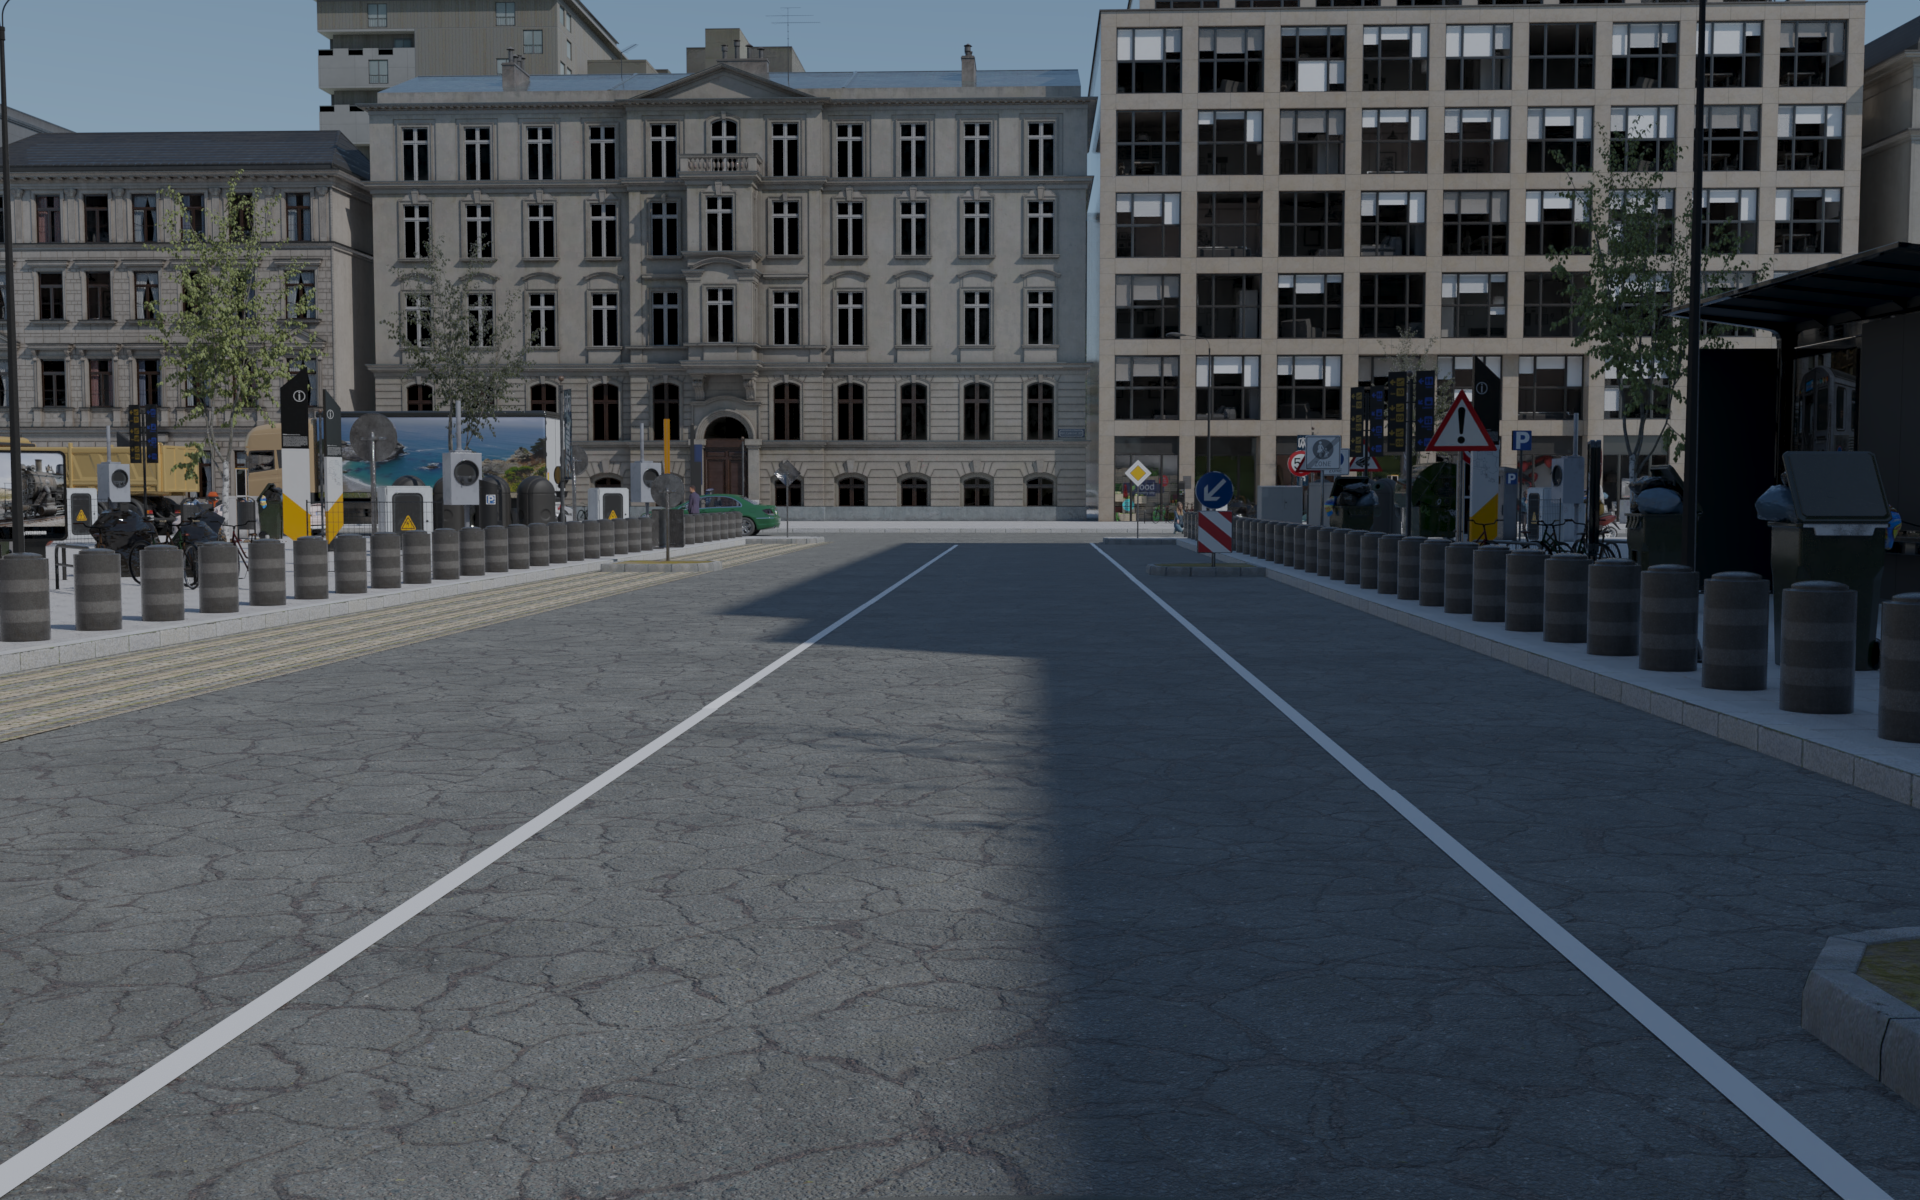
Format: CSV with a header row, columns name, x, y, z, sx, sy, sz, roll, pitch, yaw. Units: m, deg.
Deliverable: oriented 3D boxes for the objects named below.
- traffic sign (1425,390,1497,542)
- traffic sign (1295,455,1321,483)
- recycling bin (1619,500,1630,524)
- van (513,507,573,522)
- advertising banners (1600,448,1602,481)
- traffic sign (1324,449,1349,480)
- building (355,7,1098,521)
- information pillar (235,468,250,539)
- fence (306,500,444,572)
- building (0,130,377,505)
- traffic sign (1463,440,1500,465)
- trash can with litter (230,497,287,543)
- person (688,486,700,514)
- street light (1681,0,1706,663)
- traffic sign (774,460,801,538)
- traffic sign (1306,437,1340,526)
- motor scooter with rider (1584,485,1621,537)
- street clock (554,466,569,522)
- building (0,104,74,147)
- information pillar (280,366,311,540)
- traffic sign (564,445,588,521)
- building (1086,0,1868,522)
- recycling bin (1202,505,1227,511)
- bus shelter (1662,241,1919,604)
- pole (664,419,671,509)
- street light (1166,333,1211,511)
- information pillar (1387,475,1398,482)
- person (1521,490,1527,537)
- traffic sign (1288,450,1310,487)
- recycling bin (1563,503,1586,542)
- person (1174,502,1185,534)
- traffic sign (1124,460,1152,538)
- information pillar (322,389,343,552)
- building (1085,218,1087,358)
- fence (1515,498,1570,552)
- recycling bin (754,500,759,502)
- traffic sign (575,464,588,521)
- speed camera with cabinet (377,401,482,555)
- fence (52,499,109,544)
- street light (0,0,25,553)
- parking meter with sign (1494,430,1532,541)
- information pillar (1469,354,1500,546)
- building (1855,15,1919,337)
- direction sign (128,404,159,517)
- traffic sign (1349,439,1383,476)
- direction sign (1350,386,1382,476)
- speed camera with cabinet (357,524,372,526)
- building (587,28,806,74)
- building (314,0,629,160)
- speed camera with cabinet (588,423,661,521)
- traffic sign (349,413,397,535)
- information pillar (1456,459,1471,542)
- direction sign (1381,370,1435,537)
name,x,y,z,sx,sy,sz,roll,pitch,yaw
traffic sign,6.241,-1.323,21.634,0.884,2.594,0.081,0,4,3
traffic sign,8.714,-2.619,42.830,0.884,2.594,0.081,0,4,3
recycling bin,29.035,-3.812,74.880,0.722,1.027,0.722,-1,4,-19
van,-16.007,-3.412,62.790,4.112,2.044,2.013,0,4,2
advertising banners,24.671,-4.340,67.149,0.090,3.025,2.074,1,4,11
traffic sign,8.373,-2.235,38.669,0.606,2.300,0.079,1,4,9
building,-10.751,-16.349,86.392,34.723,24.649,14.460,0,4,2
information pillar,-20.395,-2.736,49.229,0.304,2.012,0.304,-1,4,-13
fence,-9.030,-0.951,26.759,2.264,1.192,0.480,0,4,0
building,-37.975,-13.529,85.826,19.286,19.102,10.561,0,4,2
traffic sign,9.392,-1.918,31.467,0.768,2.556,0.104,0,4,5
trash can with litter,-19.179,-2.130,45.877,2.233,1.210,1.678,1,4,13
person,-8.725,-2.896,56.771,0.530,1.710,0.541,3,4,37
street light,5.039,-2.485,13.166,1.470,5.913,1.316,0,4,2
traffic sign,-5.064,-2.885,50.817,0.795,2.450,0.064,0,4,2
traffic sign,6.314,-1.717,30.200,0.606,2.300,0.079,0,4,6
motor scooter with rider,19.059,-2.666,52.557,1.986,1.779,0.876,0,4,1
street clock,-10.274,-2.454,44.689,0.358,2.002,0.471,-3,4,-37
building,-62.527,-16.509,88.993,30.058,24.678,14.314,0,4,2
information pillar,-12.129,-2.466,31.667,0.504,3.616,0.183,-1,4,-20
traffic sign,-10.116,-2.768,45.363,0.768,2.556,0.104,0,4,6
building,23.791,-17.344,88.091,34.151,26.468,19.350,0,4,2
recycling bin,9.908,-3.356,67.418,0.722,1.027,0.722,-2,4,-35
bus shelter,9.725,-1.709,19.222,1.731,3.624,6.357,0,4,3
pole,-7.976,-3.262,47.175,0.158,3.312,0.155,0,3,0
street light,6.628,-4.734,49.936,1.470,5.913,1.316,0,4,2
information pillar,16.717,-3.821,66.972,0.304,2.012,0.304,-1,4,-19
person,18.288,-2.756,55.780,0.499,1.552,0.429,1,4,18
traffic sign,9.921,-3.078,50.433,0.768,2.556,0.104,1,4,10
recycling bin,16.489,-2.098,46.862,0.722,1.027,0.722,1,4,11
person,8.026,-2.939,62.051,1.012,1.151,0.738,-2,4,-25
traffic sign,5.170,-2.858,50.364,0.795,2.450,0.064,0,4,2
information pillar,-14.044,-2.901,38.781,0.183,3.616,0.504,1,4,23
building,16.074,-34.282,244.102,14.086,41.232,14.154,0,4,2
fence,12.591,-1.620,37.682,0.480,1.192,2.264,3,5,44
recycling bin,-9.114,-3.786,74.451,0.722,1.027,0.722,2,4,29
traffic sign,-10.689,-2.933,48.056,0.768,2.556,0.104,0,4,7
speed camera with cabinet,-11.084,-2.562,36.227,2.038,3.252,0.660,-2,4,-35
fence,-21.737,-1.881,41.955,2.264,1.192,0.480,-3,5,-41
street light,-8.048,-2.636,15.639,1.470,5.913,1.316,0,4,2
parking meter with sign,15.232,-3.181,48.272,0.543,3.016,1.738,-1,4,-9
information pillar,8.835,-2.315,29.205,0.504,3.616,0.183,-1,4,-10
building,56.738,-15.324,83.831,30.059,22.955,16.112,0,4,2
direction sign,-20.648,-3.172,43.858,0.876,3.537,0.379,1,4,19
traffic sign,9.598,-2.522,41.235,0.884,2.594,0.081,0,4,4
direction sign,8.560,-2.722,36.504,0.379,3.537,0.876,-3,4,-37
speed camera with cabinet,-23.447,-4.652,70.401,2.038,3.252,0.660,-3,4,-36
building,-26.686,-34.386,185.906,21.600,48.544,21.300,0,4,2
building,-51.375,-36.312,182.942,27.495,52.752,28.713,0,4,2
speed camera with cabinet,-9.258,-3.273,47.848,2.038,3.252,0.660,-3,5,-43
traffic sign,-9.209,-1.657,27.196,0.768,2.556,0.104,0,4,4
information pillar,10.752,-1.964,36.609,0.304,2.012,0.304,-3,5,-44
direction sign,8.308,-2.445,31.967,0.876,3.537,0.379,2,4,35
